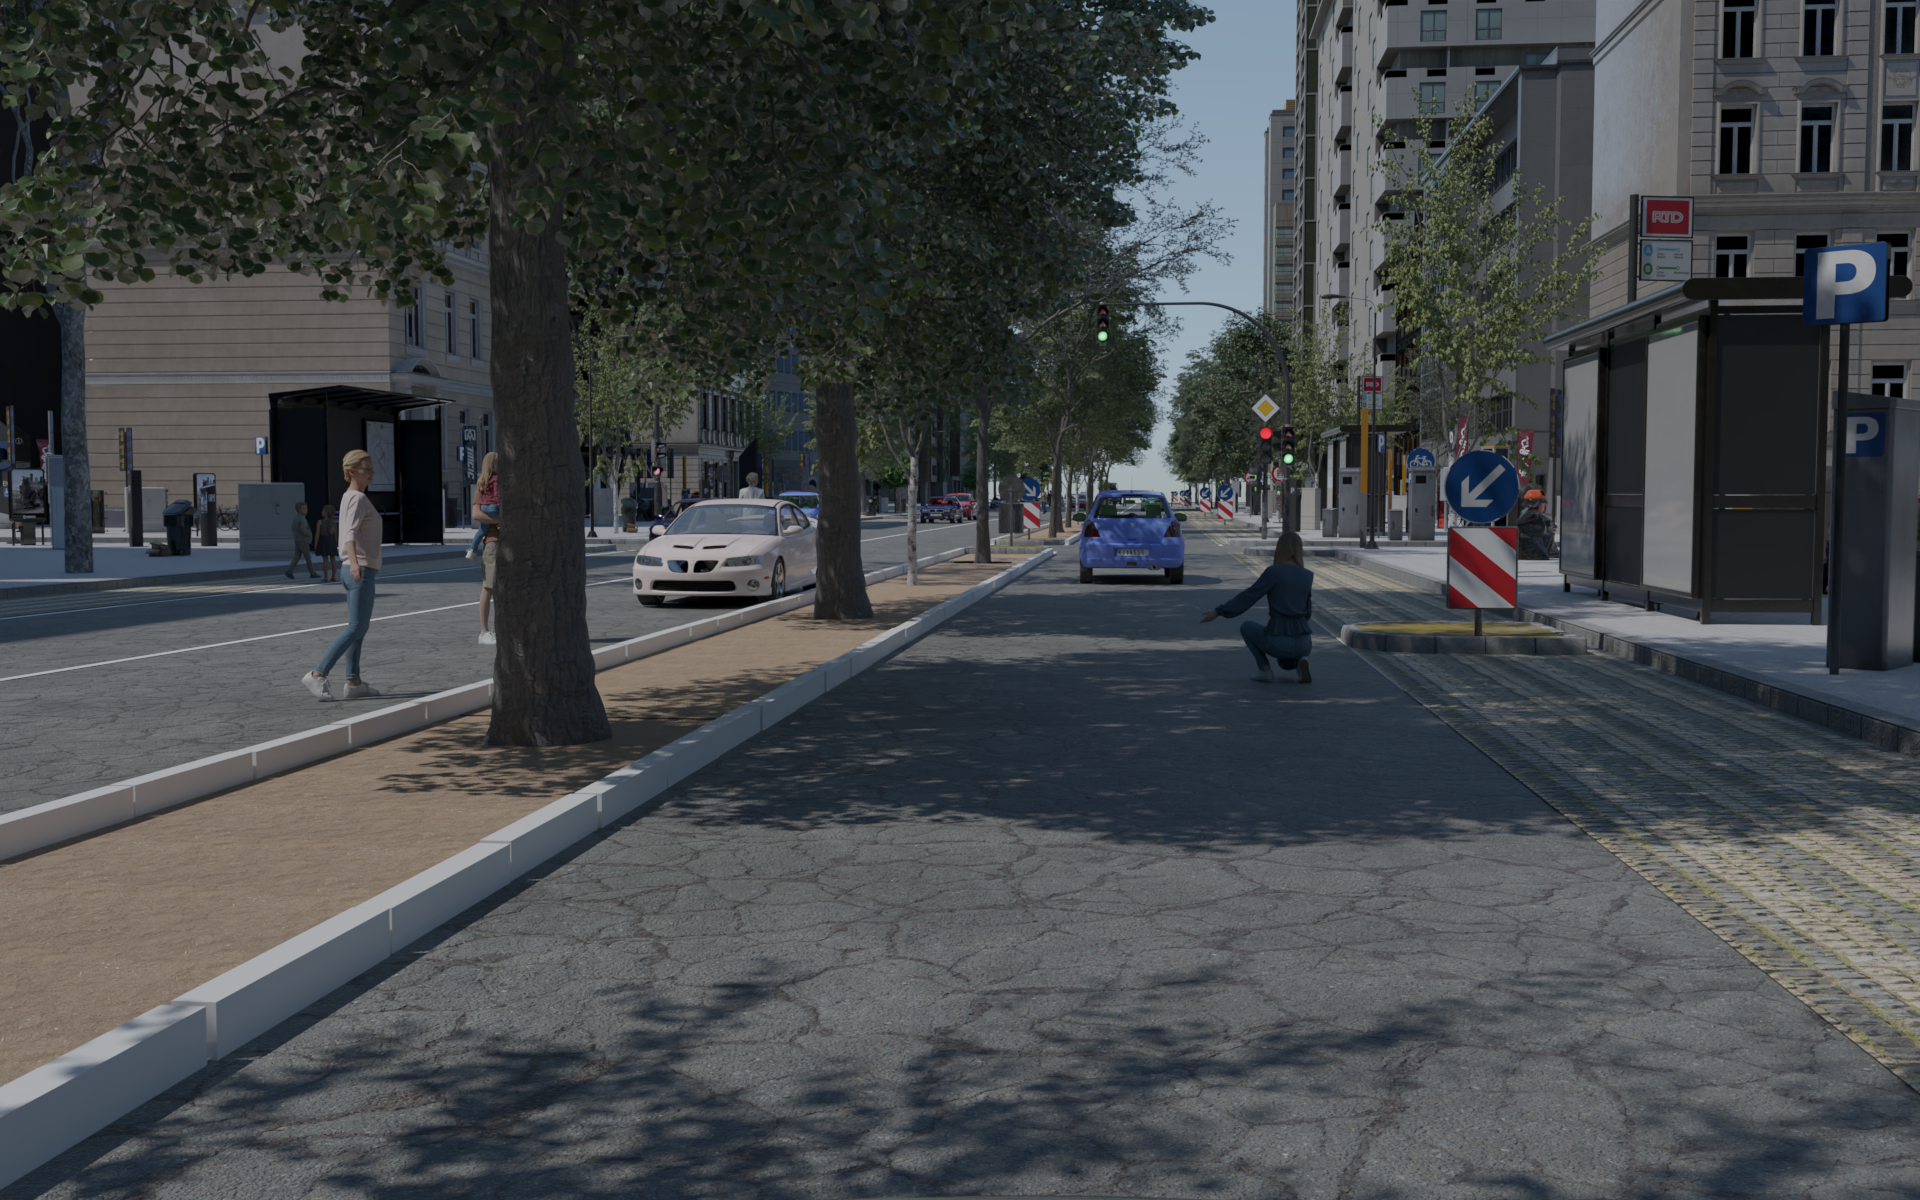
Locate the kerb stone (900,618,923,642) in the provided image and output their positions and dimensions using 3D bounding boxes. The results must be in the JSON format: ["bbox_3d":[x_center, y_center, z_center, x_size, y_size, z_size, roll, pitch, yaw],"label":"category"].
[{"bbox_3d":[-0.519,0.318,17.108,0.120,0.150,1.000,0,4,6],"label":"kerb stone"}]

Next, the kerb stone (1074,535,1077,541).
[{"bbox_3d":[3.300,-1.781,51.317,0.120,0.150,1.000,0,4,6],"label":"kerb stone"}]

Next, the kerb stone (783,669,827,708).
[{"bbox_3d":[-1.092,0.623,12.008,0.120,0.150,1.000,0,4,6],"label":"kerb stone"}]

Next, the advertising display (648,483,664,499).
[{"bbox_3d":[-17.876,-5.912,101.870,0.974,1.923,0.123,-1,4,-11],"label":"advertising display"}]

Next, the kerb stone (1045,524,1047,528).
[{"bbox_3d":[3.373,-2.974,70.878,0.120,0.150,1.000,0,4,6],"label":"kerb stone"}]

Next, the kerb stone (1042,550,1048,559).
[{"bbox_3d":[1.755,-0.934,37.468,0.120,0.150,1.000,0,4,6],"label":"kerb stone"}]

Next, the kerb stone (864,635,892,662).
[{"bbox_3d":[-0.750,0.440,15.071,0.120,0.150,1.000,0,4,6],"label":"kerb stone"}]

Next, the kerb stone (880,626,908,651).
[{"bbox_3d":[-0.639,0.374,16.088,0.120,0.150,1.000,0,4,6],"label":"kerb stone"}]

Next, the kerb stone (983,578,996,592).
[{"bbox_3d":[0.383,-0.186,25.244,0.120,0.150,1.000,0,4,6],"label":"kerb stone"}]

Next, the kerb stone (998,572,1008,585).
[{"bbox_3d":[0.617,-0.305,27.285,0.120,0.150,1.000,0,4,6],"label":"kerb stone"}]

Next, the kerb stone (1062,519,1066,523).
[{"bbox_3d":[5.529,-4.157,90.215,0.120,0.150,1.000,0,4,6],"label":"kerb stone"}]

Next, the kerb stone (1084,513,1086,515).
[{"bbox_3d":[8.837,-5.960,119.759,0.120,0.150,1.000,0,4,6],"label":"kerb stone"}]

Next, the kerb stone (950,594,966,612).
[{"bbox_3d":[-0.069,0.063,21.172,0.120,0.150,1.000,0,4,6],"label":"kerb stone"}]

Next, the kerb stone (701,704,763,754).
[{"bbox_3d":[-1.322,0.748,9.963,0.120,0.150,1.000,0,4,6],"label":"kerb stone"}]

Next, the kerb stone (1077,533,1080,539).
[{"bbox_3d":[3.525,-1.899,53.353,0.120,0.150,1.000,0,4,6],"label":"kerb stone"}]

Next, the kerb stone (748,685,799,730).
[{"bbox_3d":[-1.198,0.686,10.986,0.120,0.150,1.000,0,4,6],"label":"kerb stone"}]

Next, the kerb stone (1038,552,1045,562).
[{"bbox_3d":[1.642,-0.872,36.450,0.120,0.150,1.000,0,4,6],"label":"kerb stone"}]

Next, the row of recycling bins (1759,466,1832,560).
[{"bbox_3d":[12.697,-1.131,25.613,1.069,1.692,3.534,0,4,8],"label":"row of recycling bins"}]

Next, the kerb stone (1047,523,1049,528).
[{"bbox_3d":[3.485,-3.040,71.894,0.120,0.150,1.000,0,4,6],"label":"kerb stone"}]

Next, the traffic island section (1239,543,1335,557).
[{"bbox_3d":[7.722,-1.142,40.957,2.009,0.180,2.903,0,4,6],"label":"traffic island section"}]

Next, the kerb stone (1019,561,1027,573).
[{"bbox_3d":[1.076,-0.560,31.351,0.120,0.150,1.000,0,4,6],"label":"kerb stone"}]

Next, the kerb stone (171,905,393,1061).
[{"bbox_3d":[-1.882,1.059,4.877,0.120,0.150,1.000,0,4,6],"label":"kerb stone"}]

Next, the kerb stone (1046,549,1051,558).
[{"bbox_3d":[1.870,-0.991,38.486,0.120,0.150,1.000,0,4,6],"label":"kerb stone"}]

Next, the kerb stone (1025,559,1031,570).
[{"bbox_3d":[1.183,-0.621,32.368,0.120,0.150,1.000,0,4,6],"label":"kerb stone"}]

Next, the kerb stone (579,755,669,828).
[{"bbox_3d":[-1.540,0.873,7.926,0.120,0.150,1.000,0,4,6],"label":"kerb stone"}]

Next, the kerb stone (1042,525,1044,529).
[{"bbox_3d":[3.147,-2.853,68.838,0.120,0.150,1.000,0,4,6],"label":"kerb stone"}]

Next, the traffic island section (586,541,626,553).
[{"bbox_3d":[-9.760,-1.262,42.908,2.009,0.180,2.903,0,4,6],"label":"traffic island section"}]

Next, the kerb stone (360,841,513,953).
[{"bbox_3d":[-1.772,1.003,5.894,0.120,0.150,1.000,0,4,6],"label":"kerb stone"}]

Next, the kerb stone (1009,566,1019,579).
[{"bbox_3d":[0.852,-0.436,29.316,0.120,0.150,1.000,0,4,6],"label":"kerb stone"}]

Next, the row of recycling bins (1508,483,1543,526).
[{"bbox_3d":[20.116,-3.427,63.148,3.534,1.692,1.069,-3,5,-40],"label":"row of recycling bins"}]

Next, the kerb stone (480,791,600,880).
[{"bbox_3d":[-1.664,0.935,6.910,0.120,0.150,1.000,0,4,6],"label":"kerb stone"}]

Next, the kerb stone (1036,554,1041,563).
[{"bbox_3d":[1.522,-0.805,35.427,0.120,0.150,1.000,0,4,6],"label":"kerb stone"}]

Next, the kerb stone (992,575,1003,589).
[{"bbox_3d":[0.508,-0.249,26.268,0.120,0.150,1.000,0,4,6],"label":"kerb stone"}]

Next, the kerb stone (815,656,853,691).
[{"bbox_3d":[-0.972,0.560,13.033,0.120,0.150,1.000,0,4,6],"label":"kerb stone"}]

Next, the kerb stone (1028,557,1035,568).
[{"bbox_3d":[1.298,-0.682,33.384,0.120,0.150,1.000,0,4,6],"label":"kerb stone"}]

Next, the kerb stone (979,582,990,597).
[{"bbox_3d":[0.277,-0.118,24.228,0.120,0.150,1.000,0,4,6],"label":"kerb stone"}]

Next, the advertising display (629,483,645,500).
[{"bbox_3d":[-18.965,-5.912,101.870,0.974,1.923,0.123,1,4,12],"label":"advertising display"}]

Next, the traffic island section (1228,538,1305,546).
[{"bbox_3d":[8.608,-1.628,48.893,2.009,0.180,2.903,0,4,6],"label":"traffic island section"}]

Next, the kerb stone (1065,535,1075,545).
[{"bbox_3d":[3.185,-1.715,50.301,0.120,0.150,1.000,0,4,6],"label":"kerb stone"}]

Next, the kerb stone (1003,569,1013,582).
[{"bbox_3d":[0.731,-0.373,28.301,0.120,0.150,1.000,0,4,6],"label":"kerb stone"}]

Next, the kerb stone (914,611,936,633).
[{"bbox_3d":[-0.404,0.249,18.123,0.120,0.150,1.000,0,4,6],"label":"kerb stone"}]

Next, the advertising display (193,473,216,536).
[{"bbox_3d":[-23.008,-2.910,52.785,0.123,1.923,0.974,1,4,11],"label":"advertising display"}]

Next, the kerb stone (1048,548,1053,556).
[{"bbox_3d":[1.984,-1.058,39.502,0.120,0.150,1.000,0,4,6],"label":"kerb stone"}]

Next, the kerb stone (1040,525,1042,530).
[{"bbox_3d":[3.033,-2.788,67.814,0.120,0.150,1.000,0,4,6],"label":"kerb stone"}]

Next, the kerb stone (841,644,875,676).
[{"bbox_3d":[-0.853,0.498,14.048,0.120,0.150,1.000,0,4,6],"label":"kerb stone"}]

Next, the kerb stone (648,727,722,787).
[{"bbox_3d":[-1.428,0.810,8.947,0.120,0.150,1.000,0,4,6],"label":"kerb stone"}]

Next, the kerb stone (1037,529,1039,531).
[{"bbox_3d":[2.805,-2.666,65.777,0.120,0.150,1.000,0,4,6],"label":"kerb stone"}]

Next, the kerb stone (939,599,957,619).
[{"bbox_3d":[-0.178,0.125,20.155,0.120,0.150,1.000,0,4,6],"label":"kerb stone"}]

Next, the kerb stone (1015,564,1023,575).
[{"bbox_3d":[0.954,-0.498,30.336,0.120,0.150,1.000,0,4,6],"label":"kerb stone"}]

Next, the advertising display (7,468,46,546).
[{"bbox_3d":[-23.284,-2.325,43.229,0.123,1.923,0.974,1,4,22],"label":"advertising display"}]

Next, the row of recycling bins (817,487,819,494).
[{"bbox_3d":[-7.599,-5.580,98.352,1.069,1.692,3.534,-2,4,-28],"label":"row of recycling bins"}]

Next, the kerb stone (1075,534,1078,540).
[{"bbox_3d":[3.414,-1.844,52.337,0.120,0.150,1.000,0,4,6],"label":"kerb stone"}]

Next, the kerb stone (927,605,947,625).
[{"bbox_3d":[-0.295,0.187,19.140,0.120,0.150,1.000,0,4,6],"label":"kerb stone"}]

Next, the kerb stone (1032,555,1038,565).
[{"bbox_3d":[1.406,-0.747,34.404,0.120,0.150,1.000,0,4,6],"label":"kerb stone"}]

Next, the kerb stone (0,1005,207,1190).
[{"bbox_3d":[-2.004,1.123,3.853,0.120,0.150,1.000,0,4,6],"label":"kerb stone"}]

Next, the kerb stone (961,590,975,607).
[{"bbox_3d":[0.049,0.004,22.189,0.120,0.150,1.000,0,4,6],"label":"kerb stone"}]

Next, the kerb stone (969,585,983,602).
[{"bbox_3d":[0.168,-0.062,23.211,0.120,0.150,1.000,0,4,6],"label":"kerb stone"}]

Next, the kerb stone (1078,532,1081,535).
[{"bbox_3d":[3.644,-1.961,54.370,0.120,0.150,1.000,0,4,6],"label":"kerb stone"}]
